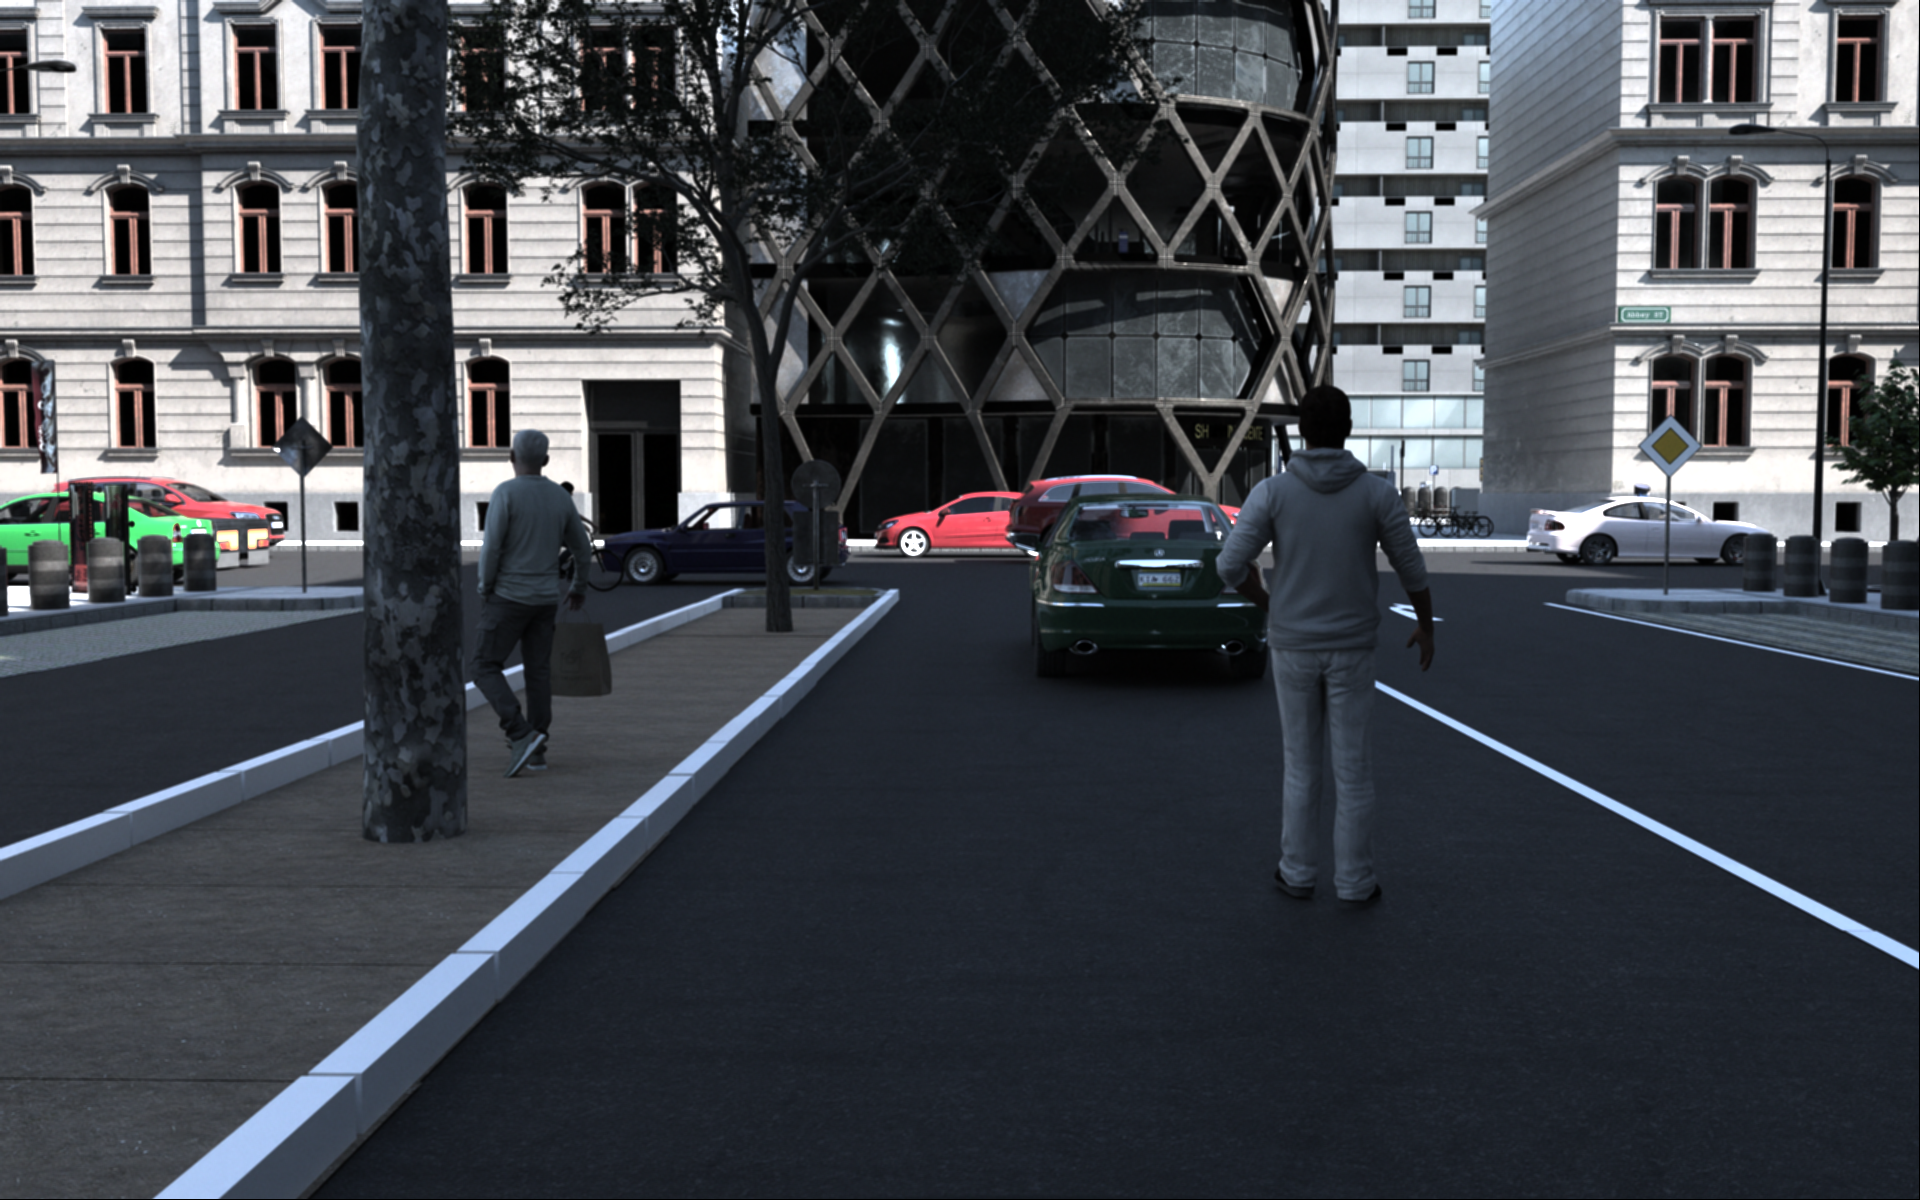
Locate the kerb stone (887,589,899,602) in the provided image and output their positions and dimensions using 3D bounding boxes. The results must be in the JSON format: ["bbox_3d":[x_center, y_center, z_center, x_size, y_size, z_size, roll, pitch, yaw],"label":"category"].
[{"bbox_3d":[-0.895,-0.038,22.811,0.120,0.150,1.000,0,4,1],"label":"kerb stone"}]

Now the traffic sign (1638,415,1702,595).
[{"bbox_3d":[8.976,-1.121,21.971,0.795,2.450,0.064,0,4,1],"label":"traffic sign"}]

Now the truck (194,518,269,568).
[{"bbox_3d":[-23.124,-2.662,33.276,18.799,4.110,2.967,0,4,1],"label":"truck"}]

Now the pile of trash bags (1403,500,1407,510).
[{"bbox_3d":[17.750,-4.017,75.429,3.447,1.369,1.912,1,4,11],"label":"pile of trash bags"}]

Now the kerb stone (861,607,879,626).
[{"bbox_3d":[-0.998,0.213,18.712,0.120,0.150,1.000,0,4,1],"label":"kerb stone"}]

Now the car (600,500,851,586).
[{"bbox_3d":[-3.737,-0.934,27.857,3.894,1.354,1.945,0,4,2],"label":"car"}]

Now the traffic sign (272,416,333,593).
[{"bbox_3d":[-8.512,-1.150,22.440,0.795,2.450,0.064,0,4,1],"label":"traffic sign"}]

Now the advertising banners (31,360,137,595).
[{"bbox_3d":[-11.345,-1.601,22.369,2.074,3.025,0.090,2,4,31],"label":"advertising banners"}]

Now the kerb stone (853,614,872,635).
[{"bbox_3d":[-1.027,0.278,17.688,0.120,0.150,1.000,0,4,1],"label":"kerb stone"}]

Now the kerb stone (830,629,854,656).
[{"bbox_3d":[-1.085,0.402,15.638,0.120,0.150,1.000,0,4,1],"label":"kerb stone"}]

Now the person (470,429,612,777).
[{"bbox_3d":[-2.164,-0.003,9.041,0.515,1.767,0.782,3,4,37],"label":"person"}]

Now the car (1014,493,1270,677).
[{"bbox_3d":[1.531,-0.195,14.986,2.131,1.459,4.920,0,4,2],"label":"car"}]

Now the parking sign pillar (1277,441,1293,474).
[{"bbox_3d":[16.561,-6.019,86.889,1.447,3.967,1.447,1,4,17],"label":"parking sign pillar"}]

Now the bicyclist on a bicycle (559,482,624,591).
[{"bbox_3d":[-5.736,-0.945,25.468,1.625,1.676,1.499,0,4,3],"label":"bicyclist on a bicycle"}]

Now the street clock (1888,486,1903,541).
[{"bbox_3d":[23.867,-2.424,44.200,0.471,2.002,0.358,2,4,31],"label":"street clock"}]

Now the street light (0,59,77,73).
[{"bbox_3d":[-10.143,-2.822,18.677,1.470,5.913,1.316,0,4,1],"label":"street light"}]

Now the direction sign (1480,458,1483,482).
[{"bbox_3d":[32.737,-7.106,108.184,0.876,3.537,0.379,-3,4,-38],"label":"direction sign"}]

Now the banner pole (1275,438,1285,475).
[{"bbox_3d":[14.432,-5.379,77.956,0.863,3.779,0.401,0,4,-3],"label":"banner pole"}]

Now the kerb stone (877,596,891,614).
[{"bbox_3d":[-0.947,0.092,20.763,0.120,0.150,1.000,0,4,1],"label":"kerb stone"}]

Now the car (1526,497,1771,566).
[{"bbox_3d":[14.093,-1.407,35.366,4.827,1.381,2.083,0,4,2],"label":"car"}]

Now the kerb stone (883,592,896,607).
[{"bbox_3d":[-0.923,0.034,21.788,0.120,0.150,1.000,0,4,1],"label":"kerb stone"}]

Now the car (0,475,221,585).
[{"bbox_3d":[-14.294,-1.141,27.454,4.718,1.807,1.959,0,3,0],"label":"car"}]

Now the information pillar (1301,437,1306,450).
[{"bbox_3d":[14.240,-4.927,71.906,0.183,3.616,0.504,2,4,28],"label":"information pillar"}]

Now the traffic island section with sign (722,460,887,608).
[{"bbox_3d":[-1.948,-0.883,22.567,2.006,1.907,1.989,0,4,1],"label":"traffic island section with sign"}]

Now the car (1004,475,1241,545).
[{"bbox_3d":[3.576,-1.674,36.040,5.304,1.827,2.281,0,4,1],"label":"car"}]

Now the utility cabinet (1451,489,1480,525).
[{"bbox_3d":[20.418,-3.749,69.973,1.173,1.500,0.318,-1,4,-18],"label":"utility cabinet"}]

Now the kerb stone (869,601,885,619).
[{"bbox_3d":[-0.974,0.150,19.736,0.120,0.150,1.000,0,4,1],"label":"kerb stone"}]

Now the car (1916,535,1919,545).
[{"bbox_3d":[17.585,-1.134,27.586,4.494,1.783,2.155,0,4,2],"label":"car"}]

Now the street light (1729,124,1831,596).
[{"bbox_3d":[10.347,-3.018,21.886,1.470,5.913,1.316,0,4,1],"label":"street light"}]

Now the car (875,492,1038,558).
[{"bbox_3d":[0.287,-1.866,39.542,4.494,1.783,2.155,0,4,2],"label":"car"}]

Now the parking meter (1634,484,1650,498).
[{"bbox_3d":[17.131,-2.148,43.527,0.372,1.533,0.369,0,3,0],"label":"parking meter"}]

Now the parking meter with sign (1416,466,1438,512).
[{"bbox_3d":[28.545,-6.722,106.167,1.738,3.016,0.543,-3,5,-39],"label":"parking meter with sign"}]

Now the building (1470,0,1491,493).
[{"bbox_3d":[29.735,-33.525,137.374,28.713,52.752,27.495,0,4,1],"label":"building"}]

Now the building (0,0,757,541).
[{"bbox_3d":[-17.455,-16.206,52.366,23.554,28.519,14.401,0,4,1],"label":"building"}]

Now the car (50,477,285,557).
[{"bbox_3d":[-17.869,-1.842,38.789,5.304,1.827,2.281,0,4,2],"label":"car"}]

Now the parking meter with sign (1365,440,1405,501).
[{"bbox_3d":[13.474,-3.664,56.160,1.738,3.016,0.543,1,4,9],"label":"parking meter with sign"}]

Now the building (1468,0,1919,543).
[{"bbox_3d":[28.485,-16.124,51.021,23.554,28.519,14.401,0,4,1],"label":"building"}]

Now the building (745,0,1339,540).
[{"bbox_3d":[2.751,-11.366,53.293,16.811,18.784,16.820,0,4,1],"label":"building"}]

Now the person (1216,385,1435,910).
[{"bbox_3d":[1.322,0.155,6.106,0.875,1.805,0.789,1,4,12],"label":"person"}]

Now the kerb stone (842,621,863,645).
[{"bbox_3d":[-1.057,0.338,16.662,0.120,0.150,1.000,0,4,1],"label":"kerb stone"}]

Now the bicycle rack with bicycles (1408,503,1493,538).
[{"bbox_3d":[14.655,-2.350,51.802,2.852,0.926,2.925,-3,5,-43],"label":"bicycle rack with bicycles"}]

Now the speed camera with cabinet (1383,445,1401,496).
[{"bbox_3d":[17.626,-4.695,71.103,0.660,3.252,2.038,1,4,21],"label":"speed camera with cabinet"}]
